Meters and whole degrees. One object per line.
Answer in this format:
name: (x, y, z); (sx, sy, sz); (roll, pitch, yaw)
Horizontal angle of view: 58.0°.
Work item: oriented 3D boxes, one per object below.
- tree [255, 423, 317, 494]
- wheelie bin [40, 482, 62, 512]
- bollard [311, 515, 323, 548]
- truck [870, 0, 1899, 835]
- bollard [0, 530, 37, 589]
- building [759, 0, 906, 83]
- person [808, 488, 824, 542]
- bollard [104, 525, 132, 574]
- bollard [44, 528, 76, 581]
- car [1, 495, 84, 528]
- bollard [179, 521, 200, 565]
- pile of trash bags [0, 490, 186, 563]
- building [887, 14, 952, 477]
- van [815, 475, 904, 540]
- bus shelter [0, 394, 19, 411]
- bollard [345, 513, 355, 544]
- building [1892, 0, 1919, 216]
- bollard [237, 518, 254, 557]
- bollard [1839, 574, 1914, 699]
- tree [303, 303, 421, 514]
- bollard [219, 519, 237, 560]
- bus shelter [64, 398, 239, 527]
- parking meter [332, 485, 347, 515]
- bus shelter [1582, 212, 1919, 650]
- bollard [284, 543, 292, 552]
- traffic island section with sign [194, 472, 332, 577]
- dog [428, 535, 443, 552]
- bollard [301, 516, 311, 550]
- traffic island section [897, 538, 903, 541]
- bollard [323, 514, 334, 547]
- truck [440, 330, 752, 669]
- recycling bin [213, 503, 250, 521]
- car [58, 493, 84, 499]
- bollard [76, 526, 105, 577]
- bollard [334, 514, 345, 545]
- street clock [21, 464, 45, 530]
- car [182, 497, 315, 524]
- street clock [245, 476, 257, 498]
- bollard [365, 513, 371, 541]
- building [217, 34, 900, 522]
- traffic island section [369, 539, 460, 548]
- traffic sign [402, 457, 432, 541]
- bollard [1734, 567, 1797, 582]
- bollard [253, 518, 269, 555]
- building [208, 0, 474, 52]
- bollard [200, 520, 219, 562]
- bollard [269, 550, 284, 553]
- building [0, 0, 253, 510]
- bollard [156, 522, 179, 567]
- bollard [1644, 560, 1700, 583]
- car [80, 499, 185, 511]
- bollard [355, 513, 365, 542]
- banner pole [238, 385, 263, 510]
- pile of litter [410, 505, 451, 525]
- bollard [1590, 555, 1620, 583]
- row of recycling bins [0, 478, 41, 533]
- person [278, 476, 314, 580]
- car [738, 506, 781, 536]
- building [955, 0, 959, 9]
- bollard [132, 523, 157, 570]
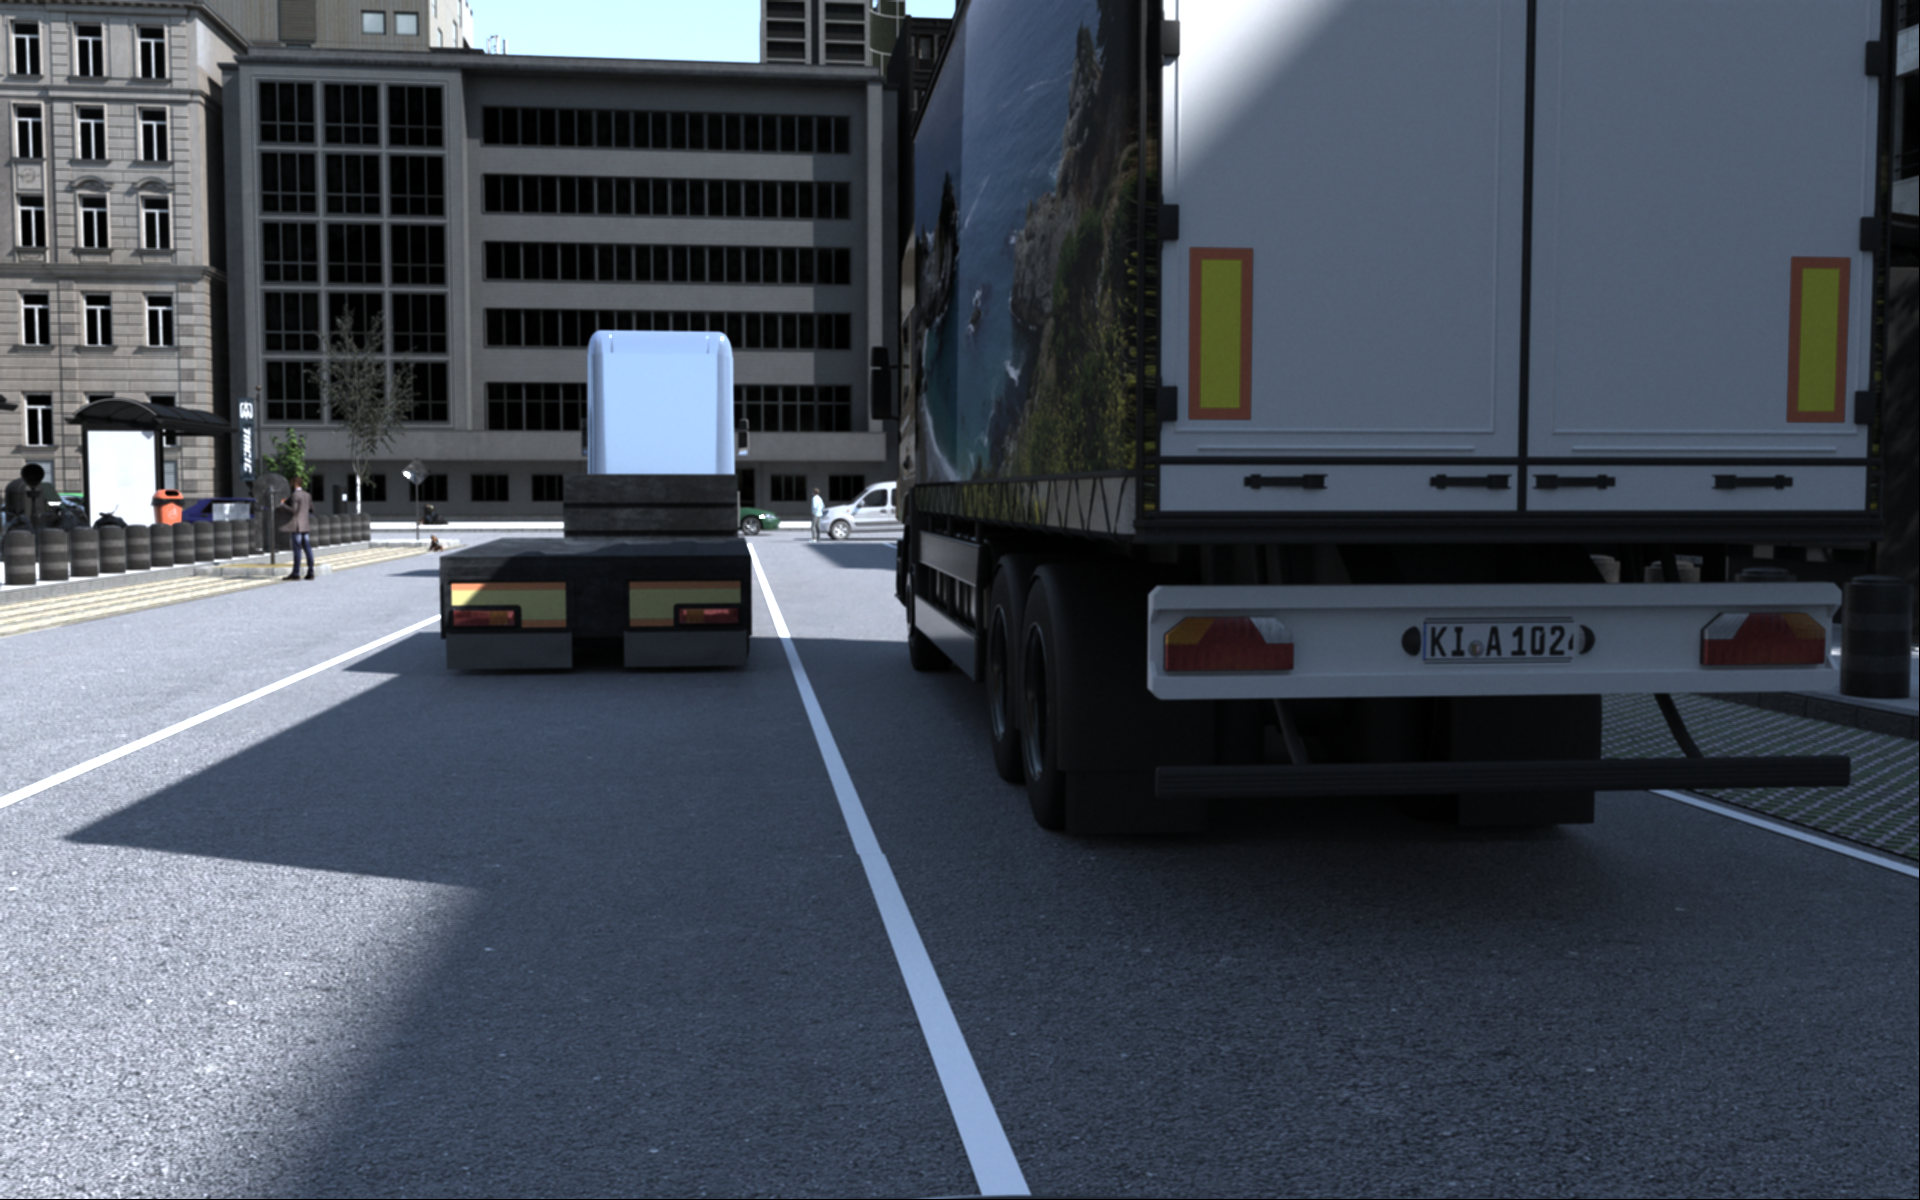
tree: (-17.672, -3.144, 46.000); (1.663, 3.219, 1.824); (0, 3, 0)
wheelie bin: (-24.492, -2.345, 46.248); (0.693, 1.594, 0.980); (0, 4, 7)
bollard: (-15.498, -1.622, 41.237); (0.404, 0.777, 0.398); (0, 3, 0)
truck: (1.112, -1.338, 10.784); (2.839, 4.237, 11.283); (0, 4, -6)
bollard: (-13.256, -0.593, 24.419); (0.404, 0.777, 0.398); (0, 3, 0)
building: (-18.008, -49.470, 247.082); (20.611, 71.187, 20.563); (0, 4, -8)
person: (-4.283, -2.525, 51.589); (0.330, 1.601, 0.589); (2, 4, 33)
bollard: (-13.741, -0.816, 28.052); (0.404, 0.777, 0.398); (0, 3, 0)
bollard: (-13.418, -0.668, 25.631); (0.404, 0.777, 0.398); (0, 3, 0)
car: (-27.825, -2.438, 51.861); (4.499, 1.417, 2.014); (-1, 4, -9)
bollard: (-14.217, -1.036, 31.662); (0.404, 0.777, 0.398); (0, 3, 0)
pile of trash bags: (-16.763, -1.468, 33.750); (1.912, 1.369, 3.447); (2, 4, 34)
building: (4.857, -15.642, 85.427); (15.834, 23.373, 12.332); (0, 4, -8)
van: (-2.541, -2.900, 54.433); (4.112, 2.044, 2.013); (-1, 4, -9)
bus shelter: (-17.381, -2.085, 28.010); (2.014, 3.302, 5.546); (0, 4, -8)
bollard: (-15.979, -1.843, 44.854); (0.404, 0.777, 0.398); (0, 3, 0)
building: (20.516, -10.844, 32.045); (10.420, 20.320, 16.860); (0, 4, -8)
bollard: (-14.700, -1.256, 35.251); (0.404, 0.777, 0.398); (0, 3, 0)
bollard: (5.829, 0.226, 11.018); (0.404, 0.777, 0.398); (0, 3, 0)
tree: (-23.437, -7.194, 67.979); (4.360, 8.622, 3.978); (0, 3, 0)
bollard: (-14.536, -1.183, 34.061); (0.404, 0.777, 0.398); (0, 3, 0)
bus shelter: (-18.103, -2.767, 39.165); (2.014, 3.302, 5.546); (0, 4, -7)
parking meter: (-17.193, -2.423, 48.030); (0.372, 1.533, 0.369); (0, 3, 0)
bus shelter: (7.633, -1.592, 17.304); (1.731, 3.624, 6.357); (0, 4, -7)
bollard: (-15.176, -1.474, 38.825); (0.404, 0.777, 0.398); (0, 3, 0)
traffic island section with sign: (-12.351, -1.362, 30.889); (1.989, 1.847, 2.006); (0, 4, -8)
dog: (-13.210, -1.421, 43.420); (0.550, 0.427, 0.748); (0, 4, 3)
bollard: (-15.336, -1.549, 40.047); (0.404, 0.777, 0.398); (0, 3, 0)
traffic island section: (-0.714, -1.656, 49.351); (2.009, 0.180, 2.903); (0, 4, -8)
bollard: (-15.659, -1.696, 42.442); (0.404, 0.777, 0.398); (0, 3, 0)
truck: (-4.149, -2.026, 22.884); (2.967, 4.110, 18.799); (0, 4, -8)
recycling bin: (-19.661, -2.091, 46.744); (0.722, 1.027, 0.722); (3, 5, 42)
car: (-30.680, -3.073, 59.039); (4.718, 1.807, 1.959); (0, 4, -6)
bollard: (-13.581, -0.741, 26.839); (0.404, 0.777, 0.398); (0, 3, 0)
bollard: (-15.819, -1.769, 43.645); (0.404, 0.777, 0.398); (0, 3, 0)
street clock: (-21.993, -2.236, 41.121); (0.471, 2.002, 0.358); (-3, 4, -37)
car: (-20.420, -2.293, 50.063); (3.894, 1.354, 1.945); (0, 4, -7)
street clock: (-27.639, -3.861, 67.691); (0.358, 2.002, 0.471); (2, 4, 27)
bollard: (-16.294, -1.989, 47.241); (0.404, 0.777, 0.398); (0, 3, 0)
building: (-18.401, -16.202, 83.970); (30.058, 24.678, 14.314); (0, 4, -8)
traffic island section: (-14.882, -1.541, 47.476); (2.009, 0.180, 2.903); (0, 4, -8)
traffic sign: (-14.859, -2.677, 47.417); (0.795, 2.450, 0.064); (0, 4, -8)
bollard: (5.667, 0.153, 12.208); (0.404, 0.777, 0.398); (0, 3, 0)
bollard: (-14.859, -1.329, 36.442); (0.404, 0.777, 0.398); (0, 3, 0)
building: (-55.669, -33.963, 144.535); (28.713, 52.752, 27.495); (0, 4, -8)
bollard: (-14.379, -1.110, 32.869); (0.404, 0.777, 0.398); (0, 3, 0)
bollard: (-15.014, -1.402, 37.634); (0.404, 0.777, 0.398); (0, 3, 0)
building: (-45.574, -17.232, 79.007); (25.104, 27.353, 12.463); (0, 4, -8)
bollard: (-14.063, -0.963, 30.470); (0.404, 0.777, 0.398); (0, 3, 0)
bollard: (5.508, 0.080, 13.417); (0.404, 0.777, 0.398); (0, 3, 0)
car: (-27.024, -2.731, 56.453); (4.920, 1.459, 2.131); (-1, 4, -8)
bollard: (-16.133, -1.916, 46.050); (0.404, 0.777, 0.398); (0, 3, 0)
banner pole: (-16.206, -3.039, 39.697); (0.401, 3.779, 0.863); (1, 4, 22)
pile of litter: (-22.092, -3.553, 72.060); (1.719, 0.858, 1.176); (0, 4, 4)
bollard: (5.350, 0.006, 14.614); (0.404, 0.777, 0.398); (0, 3, 0)
row of recycling bins: (-24.465, -2.167, 42.546); (3.534, 1.692, 1.069); (-3, 4, -36)
person: (-11.045, -1.192, 28.813); (0.431, 1.722, 0.655); (1, 4, 18)
car: (-8.723, -2.966, 60.288); (4.920, 1.459, 2.131); (0, 4, -6)
building: (8.808, -43.955, 156.917); (20.563, 71.187, 20.611); (0, 4, -8)
bollard: (-13.900, -0.889, 29.258); (0.404, 0.777, 0.398); (0, 3, 0)
